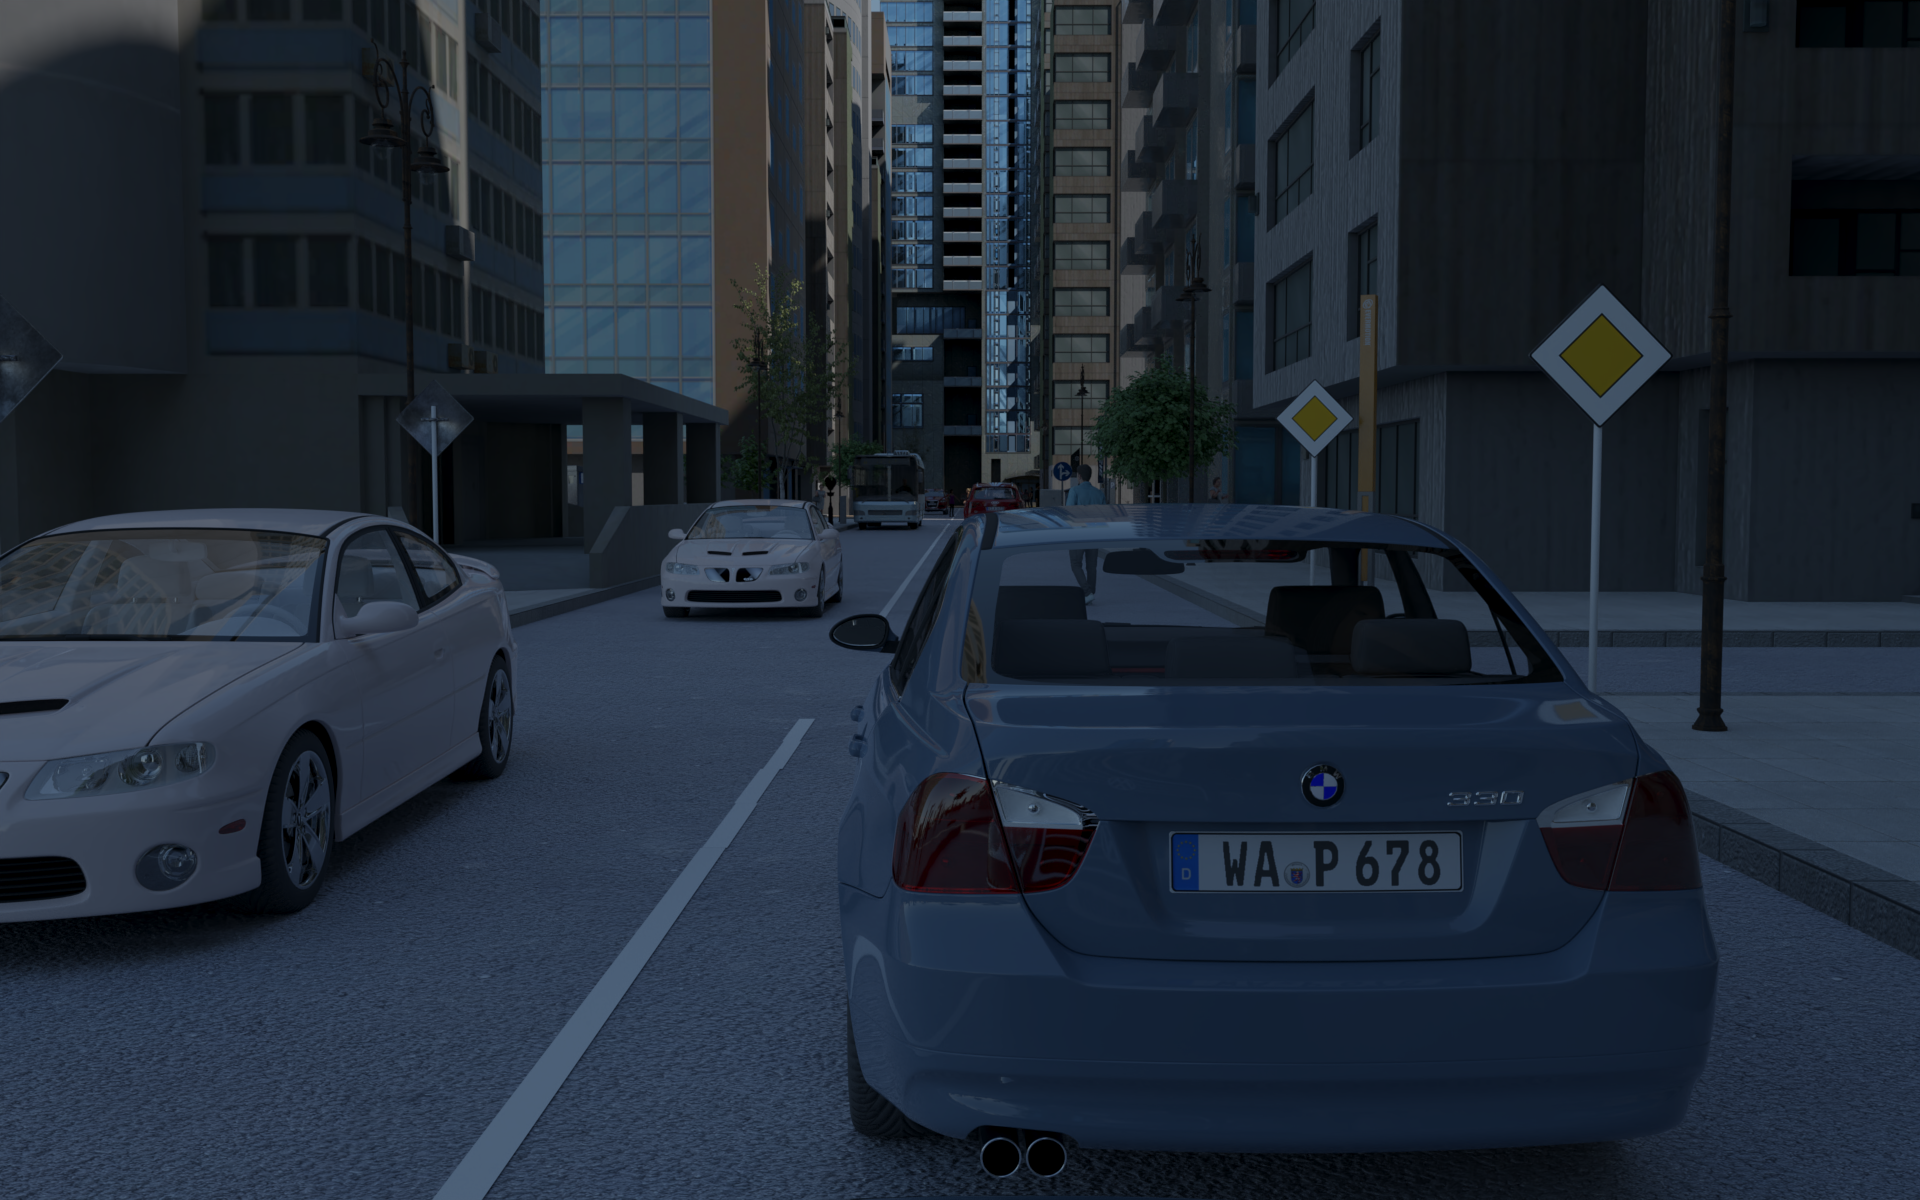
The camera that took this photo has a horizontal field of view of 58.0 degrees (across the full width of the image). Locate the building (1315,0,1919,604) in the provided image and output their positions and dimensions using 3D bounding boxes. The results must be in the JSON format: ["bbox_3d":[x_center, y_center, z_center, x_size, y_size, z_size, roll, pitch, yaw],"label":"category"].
[{"bbox_3d":[12.327,-15.488,24.938,14.107,30.474,14.160,0,4,0],"label":"building"}]

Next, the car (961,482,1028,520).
[{"bbox_3d":[1.155,-3.017,58.000,2.281,1.827,5.304,0,4,1],"label":"car"}]

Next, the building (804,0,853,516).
[{"bbox_3d":[-13.640,-20.073,99.894,14.160,30.474,14.107,0,4,0],"label":"building"}]

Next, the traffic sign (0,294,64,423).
[{"bbox_3d":[-5.422,-0.461,9.725,0.795,2.593,0.064,0,4,0],"label":"traffic sign"}]

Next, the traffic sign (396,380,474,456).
[{"bbox_3d":[-5.374,-0.949,17.710,0.795,2.593,0.064,0,4,0],"label":"traffic sign"}]

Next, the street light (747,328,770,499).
[{"bbox_3d":[-5.614,-4.630,48.488,0.468,5.910,1.993,0,4,0],"label":"street light"}]

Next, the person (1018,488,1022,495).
[{"bbox_3d":[4.864,-8.514,145.229,1.348,1.826,0.705,3,4,36],"label":"person"}]

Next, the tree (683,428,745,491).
[{"bbox_3d":[-6.341,-3.004,43.711,1.663,3.219,1.824,0,3,0],"label":"tree"}]

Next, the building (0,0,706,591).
[{"bbox_3d":[-20.918,-20.638,29.311,32.217,40.220,23.993,0,4,0],"label":"building"}]

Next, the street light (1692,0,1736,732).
[{"bbox_3d":[4.082,-2.230,9.252,0.468,5.910,1.993,0,4,0],"label":"street light"}]

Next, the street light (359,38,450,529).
[{"bbox_3d":[-5.786,-2.778,18.212,0.468,5.910,1.993,0,4,0],"label":"street light"}]

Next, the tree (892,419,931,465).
[{"bbox_3d":[-4.887,-13.478,170.733,4.360,8.622,3.978,0,3,0],"label":"tree"}]

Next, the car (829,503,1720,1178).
[{"bbox_3d":[0.589,0.418,5.168,2.014,1.417,4.499,0,4,-1],"label":"car"}]

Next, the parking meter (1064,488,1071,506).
[{"bbox_3d":[4.126,-3.497,65.591,0.372,1.533,0.369,0,3,0],"label":"parking meter"}]

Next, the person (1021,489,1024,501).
[{"bbox_3d":[6.097,-9.962,169.641,1.217,1.743,0.721,0,4,-3],"label":"person"}]

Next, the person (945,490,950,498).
[{"bbox_3d":[-1.281,-9.526,164.335,0.705,1.814,1.350,-2,4,-30],"label":"person"}]

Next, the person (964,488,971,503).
[{"bbox_3d":[0.360,-5.380,96.978,0.721,1.766,1.217,1,4,10],"label":"person"}]

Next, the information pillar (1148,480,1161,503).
[{"bbox_3d":[5.563,-2.771,49.792,0.304,2.012,0.304,-3,4,-37],"label":"information pillar"}]

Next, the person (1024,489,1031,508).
[{"bbox_3d":[4.654,-6.886,120.100,0.415,1.643,0.593,3,5,45],"label":"person"}]

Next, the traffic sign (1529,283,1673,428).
[{"bbox_3d":[3.572,-0.456,9.650,0.795,2.593,0.064,0,4,0],"label":"traffic sign"}]

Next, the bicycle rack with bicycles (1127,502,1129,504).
[{"bbox_3d":[9.270,-4.780,91.538,2.925,0.926,2.852,0,4,3],"label":"bicycle rack with bicycles"}]

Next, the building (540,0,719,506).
[{"bbox_3d":[-13.627,-25.505,67.119,14.600,45.320,14.200,0,4,0],"label":"building"}]

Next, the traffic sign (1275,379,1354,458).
[{"bbox_3d":[3.620,-0.945,17.635,0.795,2.593,0.064,0,4,0],"label":"traffic sign"}]

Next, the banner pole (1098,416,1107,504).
[{"bbox_3d":[3.990,-3.569,48.375,0.401,3.779,0.863,-1,4,-16],"label":"banner pole"}]

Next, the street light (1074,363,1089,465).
[{"bbox_3d":[4.332,-5.424,61.473,0.468,5.910,1.993,0,4,0],"label":"street light"}]

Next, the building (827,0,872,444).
[{"bbox_3d":[-17.428,-35.363,120.181,21.231,58.520,28.212,0,4,0],"label":"building"}]

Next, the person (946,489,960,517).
[{"bbox_3d":[-0.460,-6.067,108.375,1.217,1.739,0.721,-3,5,-42],"label":"person"}]

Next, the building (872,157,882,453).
[{"bbox_3d":[-13.830,-22.657,142.136,14.160,30.474,14.107,0,4,0],"label":"building"}]

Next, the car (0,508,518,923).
[{"bbox_3d":[-3.204,0.304,7.396,2.083,1.381,4.827,0,4,-1],"label":"car"}]

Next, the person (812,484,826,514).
[{"bbox_3d":[-7.021,-4.900,86.513,0.716,1.782,0.532,-1,4,-18],"label":"person"}]

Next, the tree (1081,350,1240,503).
[{"bbox_3d":[4.578,-3.406,39.402,4.285,4.588,4.351,0,3,0],"label":"tree"}]

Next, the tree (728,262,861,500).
[{"bbox_3d":[-5.557,-6.412,55.200,4.737,8.622,4.395,0,3,0],"label":"tree"}]

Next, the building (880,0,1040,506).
[{"bbox_3d":[3.333,-53.461,186.751,31.000,86.520,22.319,0,4,0],"label":"building"}]

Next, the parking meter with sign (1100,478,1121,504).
[{"bbox_3d":[7.114,-5.335,83.496,0.543,3.016,1.738,-3,5,-43],"label":"parking meter with sign"}]

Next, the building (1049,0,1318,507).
[{"bbox_3d":[12.156,-20.158,101.280,14.160,30.474,14.107,0,4,0],"label":"building"}]

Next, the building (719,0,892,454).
[{"bbox_3d":[-13.703,-31.163,159.632,14.200,45.320,14.600,0,4,0],"label":"building"}]

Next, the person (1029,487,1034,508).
[{"bbox_3d":[5.316,-7.569,129.812,0.705,1.822,1.348,0,3,0],"label":"person"}]

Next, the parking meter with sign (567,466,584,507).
[{"bbox_3d":[-10.300,-3.098,46.906,0.543,3.016,1.738,-3,4,-39],"label":"parking meter with sign"}]

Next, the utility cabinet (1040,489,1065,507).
[{"bbox_3d":[4.400,-4.517,82.539,1.173,1.500,0.318,1,4,19],"label":"utility cabinet"}]

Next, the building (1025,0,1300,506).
[{"bbox_3d":[17.889,-32.533,151.517,23.786,49.044,30.456,0,4,0],"label":"building"}]

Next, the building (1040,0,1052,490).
[{"bbox_3d":[13.082,-27.272,129.485,14.154,41.232,14.086,0,4,0],"label":"building"}]

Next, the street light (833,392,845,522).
[{"bbox_3d":[-5.481,-6.493,78.951,0.468,5.910,1.993,0,4,0],"label":"street light"}]

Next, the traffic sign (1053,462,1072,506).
[{"bbox_3d":[4.034,-4.168,68.248,0.768,2.556,0.104,0,4,1],"label":"traffic sign"}]

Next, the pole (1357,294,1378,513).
[{"bbox_3d":[4.198,-1.468,17.853,0.158,3.312,0.155,0,3,0],"label":"pole"}]

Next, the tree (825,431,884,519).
[{"bbox_3d":[-5.442,-6.524,90.383,4.285,4.588,4.351,0,3,0],"label":"tree"}]

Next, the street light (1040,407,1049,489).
[{"bbox_3d":[4.489,-7.297,92.086,0.468,5.910,1.993,0,4,0],"label":"street light"}]

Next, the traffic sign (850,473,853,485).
[{"bbox_3d":[-4.988,-4.975,83.464,0.606,2.300,0.079,0,4,6],"label":"traffic sign"}]

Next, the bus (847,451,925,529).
[{"bbox_3d":[-2.923,-4.819,73.651,2.948,3.499,13.247,0,4,0],"label":"bus"}]

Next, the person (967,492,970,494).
[{"bbox_3d":[0.877,-8.425,146.691,0.683,1.767,0.568,-1,4,-19],"label":"person"}]

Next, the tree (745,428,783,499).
[{"bbox_3d":[-5.968,-3.436,50.781,1.663,3.219,1.824,0,3,0],"label":"tree"}]

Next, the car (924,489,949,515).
[{"bbox_3d":[-1.849,-6.872,121.031,2.281,1.827,5.304,0,4,1],"label":"car"}]

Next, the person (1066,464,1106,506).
[{"bbox_3d":[1.631,-0.851,22.427,0.660,1.820,0.620,-2,4,-33],"label":"person"}]

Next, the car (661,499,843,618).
[{"bbox_3d":[-2.499,-0.565,21.596,2.083,1.381,4.827,0,4,1],"label":"car"}]

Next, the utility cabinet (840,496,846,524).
[{"bbox_3d":[-5.091,-3.924,75.312,0.306,1.237,1.020,0,4,-3],"label":"utility cabinet"}]

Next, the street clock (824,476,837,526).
[{"bbox_3d":[-5.240,-4.008,70.099,0.471,2.002,0.358,1,4,11],"label":"street clock"}]

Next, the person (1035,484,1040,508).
[{"bbox_3d":[4.436,-5.659,98.193,0.705,1.869,1.348,1,4,16],"label":"person"}]

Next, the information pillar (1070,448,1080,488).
[{"bbox_3d":[5.806,-5.859,87.151,0.504,3.616,0.183,0,4,-6],"label":"information pillar"}]

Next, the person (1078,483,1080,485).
[{"bbox_3d":[5.146,-4.210,75.221,0.623,1.781,0.721,1,4,14],"label":"person"}]

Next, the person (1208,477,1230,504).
[{"bbox_3d":[7.437,-2.670,50.049,0.532,1.782,0.716,3,4,38],"label":"person"}]

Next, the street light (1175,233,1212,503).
[{"bbox_3d":[4.144,-3.555,30.909,0.468,5.910,1.993,0,4,0],"label":"street light"}]
